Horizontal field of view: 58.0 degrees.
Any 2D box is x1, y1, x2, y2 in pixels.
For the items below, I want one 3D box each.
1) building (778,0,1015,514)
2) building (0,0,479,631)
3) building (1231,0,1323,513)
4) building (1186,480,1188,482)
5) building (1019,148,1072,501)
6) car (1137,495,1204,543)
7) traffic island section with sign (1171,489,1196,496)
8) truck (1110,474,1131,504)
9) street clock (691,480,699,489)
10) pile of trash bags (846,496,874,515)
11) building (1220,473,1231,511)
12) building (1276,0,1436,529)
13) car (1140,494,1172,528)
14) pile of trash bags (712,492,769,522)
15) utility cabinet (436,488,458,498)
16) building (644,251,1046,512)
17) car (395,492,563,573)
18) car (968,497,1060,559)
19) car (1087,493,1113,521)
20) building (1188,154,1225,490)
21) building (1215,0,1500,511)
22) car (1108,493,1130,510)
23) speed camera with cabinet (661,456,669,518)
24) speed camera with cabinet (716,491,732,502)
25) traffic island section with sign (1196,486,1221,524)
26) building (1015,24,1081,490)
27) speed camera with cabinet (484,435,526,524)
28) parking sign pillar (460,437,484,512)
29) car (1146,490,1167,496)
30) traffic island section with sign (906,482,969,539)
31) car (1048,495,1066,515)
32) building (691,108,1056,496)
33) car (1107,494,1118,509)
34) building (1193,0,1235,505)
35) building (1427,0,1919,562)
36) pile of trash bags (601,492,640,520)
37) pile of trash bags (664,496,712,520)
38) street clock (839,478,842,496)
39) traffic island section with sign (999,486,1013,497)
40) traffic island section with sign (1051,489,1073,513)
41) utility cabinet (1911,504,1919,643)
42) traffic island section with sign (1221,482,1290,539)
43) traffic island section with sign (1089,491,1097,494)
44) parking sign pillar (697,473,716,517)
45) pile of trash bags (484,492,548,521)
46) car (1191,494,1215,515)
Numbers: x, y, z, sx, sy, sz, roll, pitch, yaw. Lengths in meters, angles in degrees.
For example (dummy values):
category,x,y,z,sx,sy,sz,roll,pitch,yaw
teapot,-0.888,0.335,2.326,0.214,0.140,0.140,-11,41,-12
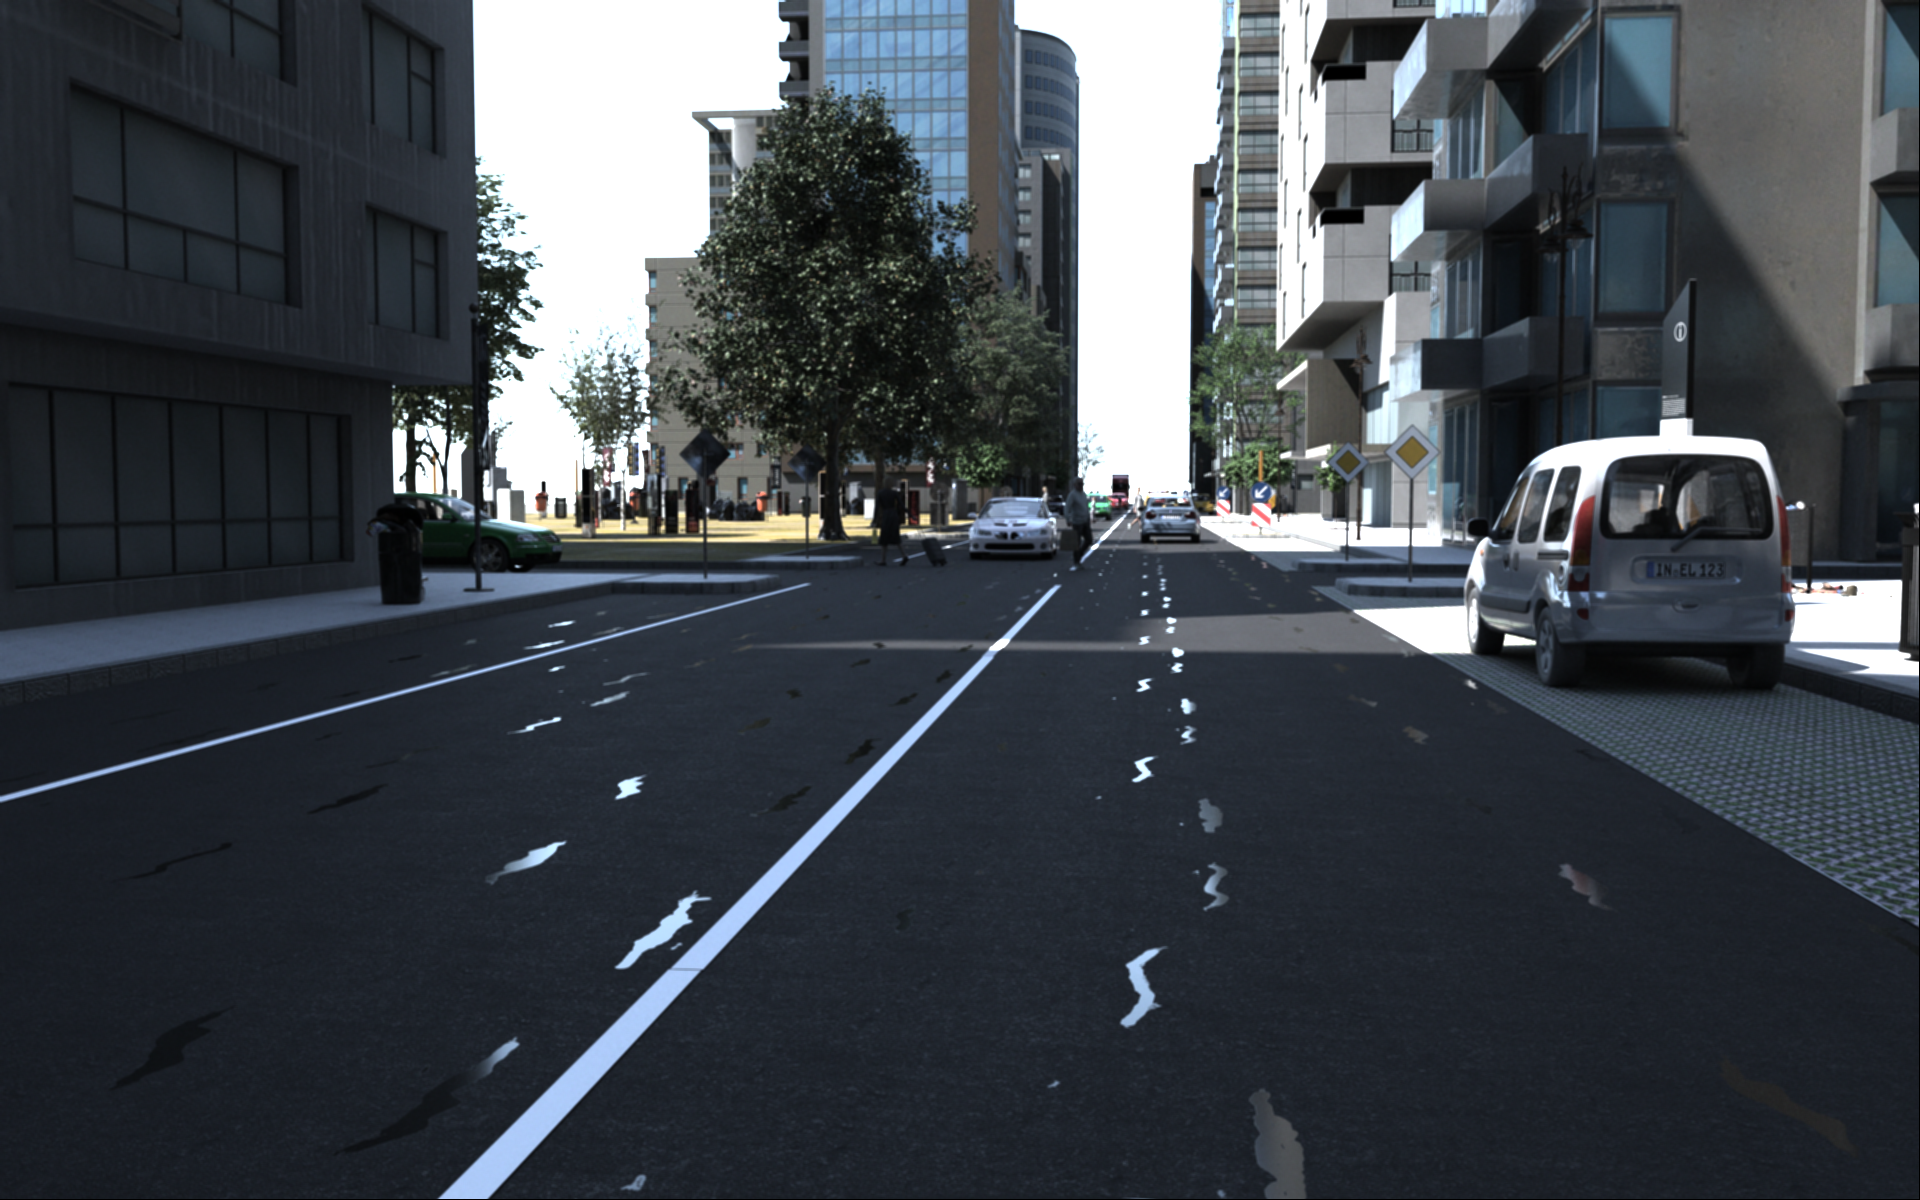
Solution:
category,x,y,z,sx,sy,sz,roll,pitch,yaw
building,-3.727,-28.521,116.428,14.600,45.320,14.200,0,4,6
building,-14.332,-20.635,20.970,14.086,41.232,14.154,0,4,6
building,26.023,-26.708,120.268,14.154,41.232,14.086,0,4,6
building,44.815,-38.515,249.324,23.786,49.044,30.456,0,4,6
building,5.561,-31.555,199.525,14.154,41.232,14.086,0,4,6
car,6.326,-2.449,52.044,2.014,1.417,4.499,0,4,7
traffic island section with sign,20.679,-9.229,159.521,1.989,1.847,2.006,0,4,6
truck,22.496,-15.517,242.613,2.839,4.237,11.283,0,4,6
street clock,-13.620,-5.168,89.073,0.358,2.002,0.471,1,4,18
pile of trash bags,-5.567,-5.904,106.282,3.447,1.369,1.912,-2,4,-29
building,37.462,-27.297,138.187,32.217,40.220,23.993,0,4,6
building,28.347,-29.679,74.484,28.713,52.752,27.495,0,4,6
car,8.412,-3.828,72.818,2.015,1.641,3.980,0,4,5
pile of trash bags,-9.912,-4.378,81.333,1.912,1.369,3.447,-2,4,-34
utility cabinet,-19.758,-3.555,66.802,0.318,1.500,1.173,-3,5,-44
building,-7.722,-18.003,139.385,27.650,21.520,28.899,0,4,6
car,-9.464,-1.350,30.869,4.718,1.807,1.959,0,4,5
car,1.259,-1.673,39.708,2.083,1.381,4.827,0,4,5
car,7.380,-5.255,94.714,1.959,1.807,4.718,0,4,6
building,37.329,-35.334,227.825,14.600,45.320,14.200,0,4,6
building,35.884,-33.418,166.000,23.786,49.044,30.456,0,4,6
car,14.806,-9.348,161.872,2.155,1.783,4.494,0,4,5
speed camera with cabinet,-15.302,-5.835,89.742,0.660,3.252,2.038,0,4,1
speed camera with cabinet,-14.167,-6.483,100.336,2.038,3.252,0.660,-3,5,-44
traffic island section with sign,12.408,-4.523,82.572,1.989,1.847,2.006,0,4,6
building,4.114,-41.491,220.382,21.231,58.520,28.212,0,4,6
speed camera with cabinet,-15.053,-3.848,57.256,0.660,3.252,2.038,-3,4,-38
parking sign pillar,-22.058,-5.494,78.307,1.447,3.967,1.447,3,5,44
car,18.488,-9.368,161.838,2.281,1.827,5.304,0,4,6
traffic island section with sign,-0.652,-2.933,56.586,1.989,1.847,2.006,0,4,6
car,6.387,-6.540,119.505,1.945,1.354,3.894,0,4,6
building,-7.096,-29.005,166.114,32.217,40.220,23.993,0,4,6
car,14.675,-9.661,169.952,2.014,1.417,4.499,0,4,7
building,39.382,-54.495,203.661,22.319,86.520,31.000,0,4,6
building,25.850,-25.722,40.163,30.456,49.044,23.786,0,4,6
pile of trash bags,-17.210,-4.741,87.263,1.912,1.369,3.447,1,4,23
pile of trash bags,-13.358,-4.757,87.524,3.447,1.369,1.912,1,4,15
street clock,-5.426,-4.427,76.950,0.358,2.002,0.471,-1,4,-18
traffic island section with sign,2.275,-4.604,83.902,1.989,1.847,2.006,0,4,6
traffic island section with sign,7.594,-7.636,133.470,1.989,1.847,2.006,0,4,6
utility cabinet,8.760,-0.227,14.872,1.020,1.237,0.306,0,4,2
traffic island section with sign,9.527,-2.880,55.717,1.989,1.847,2.006,0,4,6
traffic island section with sign,19.321,-14.316,242.694,1.989,1.847,2.006,0,4,6
parking sign pillar,-14.044,-6.568,95.852,1.447,3.967,1.447,-3,5,-42
pile of trash bags,-21.478,-4.468,82.811,3.447,1.369,1.912,-1,4,-23
car,16.529,-6.658,119.080,2.015,1.641,3.980,0,4,5
